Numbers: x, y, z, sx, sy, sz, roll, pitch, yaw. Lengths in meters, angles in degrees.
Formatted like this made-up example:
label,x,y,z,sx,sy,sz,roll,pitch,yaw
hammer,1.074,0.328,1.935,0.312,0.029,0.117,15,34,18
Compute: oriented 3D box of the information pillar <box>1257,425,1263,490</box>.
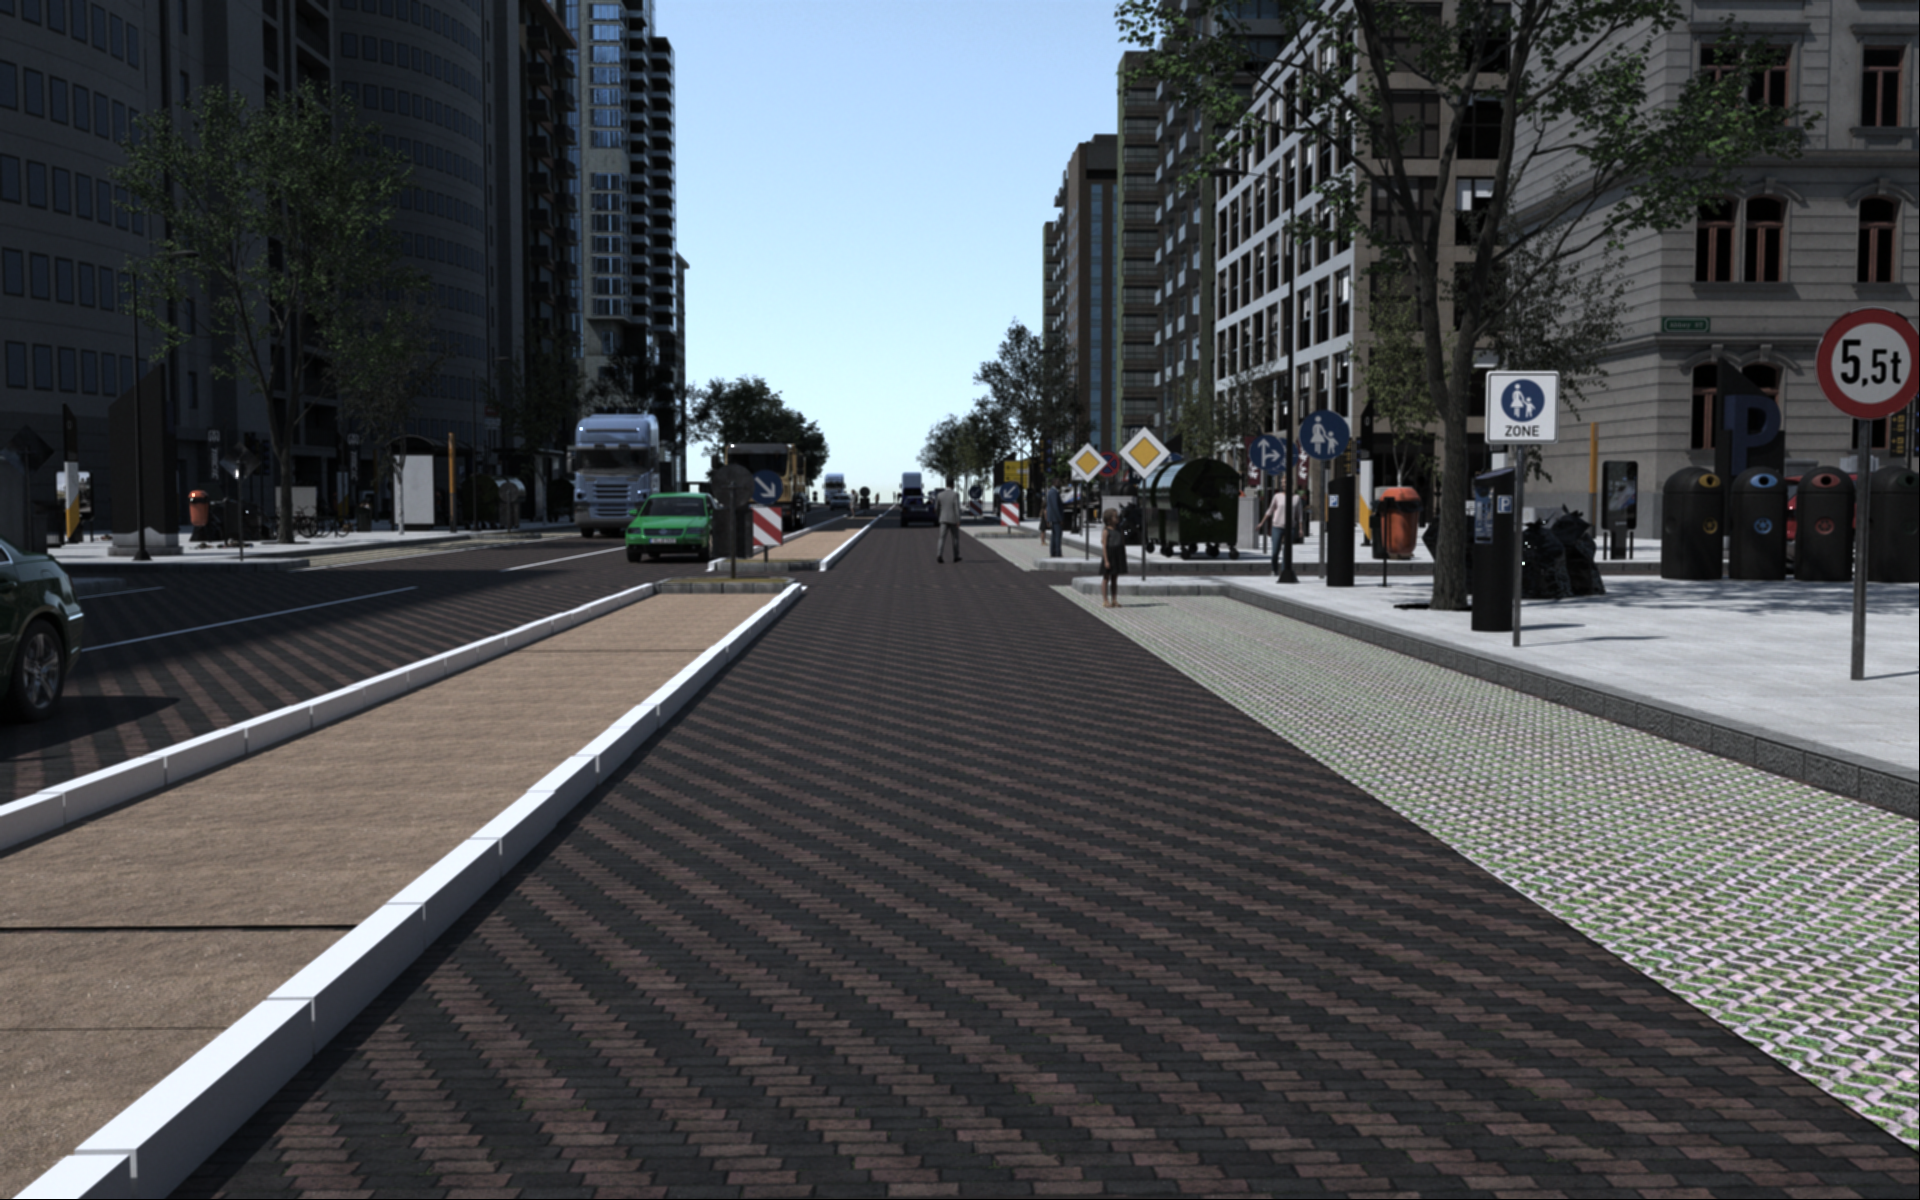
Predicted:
label,x,y,z,sx,sy,sz,roll,pitch,yaw
information pillar,10.201,-4.134,58.951,0.183,3.616,0.504,0,4,-5

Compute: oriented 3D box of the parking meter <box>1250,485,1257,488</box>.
label,x,y,z,sx,sy,sz,roll,pitch,yaw
parking meter,14.268,-4.790,84.032,0.255,1.863,0.399,2,4,34

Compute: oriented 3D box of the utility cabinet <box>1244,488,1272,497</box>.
label,x,y,z,sx,sy,sz,roll,pitch,yaw
utility cabinet,10.795,-3.320,62.959,0.318,1.500,1.173,-3,5,-43

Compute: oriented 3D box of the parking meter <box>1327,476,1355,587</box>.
label,x,y,z,sx,sy,sz,roll,pitch,yaw
parking meter,5.284,-0.955,24.019,0.372,1.533,0.369,0,3,0

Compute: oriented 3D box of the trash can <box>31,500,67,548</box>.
label,x,y,z,sx,sy,sz,roll,pitch,yaw
trash can,-21.638,-1.805,41.172,0.748,1.137,0.748,0,3,0

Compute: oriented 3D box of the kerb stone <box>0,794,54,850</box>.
label,x,y,z,sx,sy,sz,roll,pitch,yaw
kerb stone,-3.891,0.937,6.933,0.120,0.150,1.000,0,4,-2

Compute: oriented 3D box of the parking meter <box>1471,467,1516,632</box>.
label,x,y,z,sx,sy,sz,roll,pitch,yaw
parking meter,4.999,-0.478,16.229,0.372,1.533,0.369,0,3,0

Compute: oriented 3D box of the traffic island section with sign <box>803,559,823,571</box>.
label,x,y,z,sx,sy,sz,roll,pitch,yaw
traffic island section with sign,-3.650,-1.524,33.057,2.006,1.907,1.989,0,4,-2

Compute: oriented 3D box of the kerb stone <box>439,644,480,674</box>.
label,x,y,z,sx,sy,sz,roll,pitch,yaw
kerb stone,-4.113,0.495,14.102,0.120,0.150,1.000,0,4,-2

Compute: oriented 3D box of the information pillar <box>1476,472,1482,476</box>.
label,x,y,z,sx,sy,sz,roll,pitch,yaw
information pillar,17.416,-3.264,57.866,0.304,2.012,0.304,0,4,-6

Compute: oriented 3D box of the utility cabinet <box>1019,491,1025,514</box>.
label,x,y,z,sx,sy,sz,roll,pitch,yaw
utility cabinet,3.732,-6.100,108.408,0.318,1.500,1.173,-1,4,-20

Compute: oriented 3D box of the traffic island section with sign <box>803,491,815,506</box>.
label,x,y,z,sx,sy,sz,roll,pitch,yaw
traffic island section with sign,-19.353,-12.612,214.840,1.989,1.847,2.006,0,4,-2

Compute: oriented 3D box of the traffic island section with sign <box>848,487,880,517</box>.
label,x,y,z,sx,sy,sz,roll,pitch,yaw
traffic island section with sign,-5.970,-6.118,108.160,2.006,1.907,1.989,0,4,-2

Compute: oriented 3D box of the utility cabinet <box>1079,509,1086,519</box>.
label,x,y,z,sx,sy,sz,roll,pitch,yaw
utility cabinet,6.513,-4.806,89.739,0.306,1.237,1.020,-1,4,-19

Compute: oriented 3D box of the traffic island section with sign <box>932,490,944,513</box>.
label,x,y,z,sx,sy,sz,roll,pitch,yaw
traffic island section with sign,-0.917,-7.643,133.583,1.989,1.847,2.006,0,4,-2

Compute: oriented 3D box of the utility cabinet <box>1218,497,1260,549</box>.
label,x,y,z,sx,sy,sz,roll,pitch,yaw
utility cabinet,6.477,-1.793,40.481,1.020,1.237,0.306,3,4,36

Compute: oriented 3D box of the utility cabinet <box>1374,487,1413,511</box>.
label,x,y,z,sx,sy,sz,roll,pitch,yaw
utility cabinet,12.864,-2.616,51.446,0.318,1.500,1.173,-3,4,-38

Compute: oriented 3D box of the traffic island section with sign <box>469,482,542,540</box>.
label,x,y,z,sx,sy,sz,roll,pitch,yaw
traffic island section with sign,-14.437,-2.847,55.181,1.989,1.847,2.006,0,4,-2

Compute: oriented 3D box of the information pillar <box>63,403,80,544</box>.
label,x,y,z,sx,sy,sz,roll,pitch,yaw
information pillar,-22.941,-3.263,44.703,0.183,3.616,0.504,0,4,4

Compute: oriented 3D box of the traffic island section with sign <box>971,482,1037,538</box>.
label,x,y,z,sx,sy,sz,roll,pitch,yaw
traffic island section with sign,1.464,-2.926,56.464,1.989,1.847,2.006,0,4,-2

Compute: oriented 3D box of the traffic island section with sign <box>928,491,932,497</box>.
label,x,y,z,sx,sy,sz,roll,pitch,yaw
traffic island section with sign,-1.746,-9.290,160.526,1.989,1.847,2.006,0,4,-2

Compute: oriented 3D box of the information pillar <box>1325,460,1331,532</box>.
label,x,y,z,sx,sy,sz,roll,pitch,yaw
information pillar,12.292,-4.073,57.942,0.183,3.616,0.504,2,4,28

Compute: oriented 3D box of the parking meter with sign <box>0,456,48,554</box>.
label,x,y,z,sx,sy,sz,roll,pitch,yaw
parking meter with sign,-19.101,-2.342,34.553,0.543,3.016,1.738,1,4,19

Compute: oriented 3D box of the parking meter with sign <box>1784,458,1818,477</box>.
label,x,y,z,sx,sy,sz,roll,pitch,yaw
parking meter with sign,17.740,-2.470,36.650,1.738,3.016,0.543,0,4,6

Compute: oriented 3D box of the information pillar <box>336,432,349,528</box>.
label,x,y,z,sx,sy,sz,roll,pitch,yaw
information pillar,-23.222,-4.510,65.097,0.183,3.616,0.504,2,4,25

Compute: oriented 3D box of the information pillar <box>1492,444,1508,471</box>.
label,x,y,z,sx,sy,sz,roll,pitch,yaw
information pillar,10.919,-2.670,35.011,0.183,3.616,0.504,-1,4,-13

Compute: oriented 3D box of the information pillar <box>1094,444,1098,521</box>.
label,x,y,z,sx,sy,sz,roll,pitch,yaw
information pillar,6.335,-5.511,81.465,0.183,3.616,0.504,-1,4,-14

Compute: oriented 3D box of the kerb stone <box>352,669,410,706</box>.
label,x,y,z,sx,sy,sz,roll,pitch,yaw
kerb stone,-4.046,0.621,12.044,0.120,0.150,1.000,0,4,-2

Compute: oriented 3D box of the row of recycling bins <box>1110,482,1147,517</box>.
label,x,y,z,sx,sy,sz,roll,pitch,yaw
row of recycling bins,6.644,-3.114,58.028,3.534,1.692,1.069,-2,4,-28

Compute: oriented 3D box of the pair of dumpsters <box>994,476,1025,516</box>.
label,x,y,z,sx,sy,sz,roll,pitch,yaw
pair of dumpsters,2.808,-5.834,97.886,1.574,2.255,4.437,0,4,-2

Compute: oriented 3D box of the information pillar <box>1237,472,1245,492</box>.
label,x,y,z,sx,sy,sz,roll,pitch,yaw
information pillar,9.134,-3.201,56.823,0.304,2.012,0.304,2,4,32

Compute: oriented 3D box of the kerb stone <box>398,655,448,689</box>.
label,x,y,z,sx,sy,sz,roll,pitch,yaw
kerb stone,-4.081,0.558,13.076,0.120,0.150,1.000,0,4,-2

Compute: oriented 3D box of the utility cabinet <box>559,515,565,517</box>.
label,x,y,z,sx,sy,sz,roll,pitch,yaw
utility cabinet,-22.014,-5.199,93.683,1.173,1.500,0.318,-2,4,-26

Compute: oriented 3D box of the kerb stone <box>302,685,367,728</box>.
label,x,y,z,sx,sy,sz,roll,pitch,yaw
kerb stone,-4.010,0.686,11.023,0.120,0.150,1.000,0,4,-2

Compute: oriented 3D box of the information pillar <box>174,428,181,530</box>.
label,x,y,z,sx,sy,sz,roll,pitch,yaw
information pillar,-27.688,-4.272,61.199,0.183,3.616,0.504,-2,4,-26

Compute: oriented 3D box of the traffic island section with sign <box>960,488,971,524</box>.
label,x,y,z,sx,sy,sz,roll,pitch,yaw
traffic island section with sign,0.612,-4.574,83.406,1.989,1.847,2.006,0,4,-2

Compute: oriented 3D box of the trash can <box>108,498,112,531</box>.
label,x,y,z,sx,sy,sz,roll,pitch,yaw
trash can,-28.016,-2.825,57.837,0.748,1.137,0.748,0,3,0

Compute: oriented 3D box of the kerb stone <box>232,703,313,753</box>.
label,x,y,z,sx,sy,sz,roll,pitch,yaw
kerb stone,-3.984,0.746,10.001,0.120,0.150,1.000,0,4,-2

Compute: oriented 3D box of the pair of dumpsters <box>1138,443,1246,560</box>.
label,x,y,z,sx,sy,sz,roll,pitch,yaw
pair of dumpsters,4.714,-2.016,35.451,1.574,2.255,4.437,0,4,-2

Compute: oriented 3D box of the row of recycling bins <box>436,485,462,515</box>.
label,x,y,z,sx,sy,sz,roll,pitch,yaw
row of recycling bins,-23.371,-4.574,81.890,3.534,1.692,1.069,-2,4,-33

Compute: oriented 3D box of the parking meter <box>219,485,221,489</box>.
label,x,y,z,sx,sy,sz,roll,pitch,yaw
parking meter,-28.498,-3.703,66.247,0.399,1.863,0.255,-2,4,-35

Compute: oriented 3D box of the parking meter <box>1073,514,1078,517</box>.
label,x,y,z,sx,sy,sz,roll,pitch,yaw
parking meter,6.464,-5.454,97.582,0.372,1.533,0.369,0,3,0

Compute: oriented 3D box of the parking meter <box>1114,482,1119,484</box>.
label,x,y,z,sx,sy,sz,roll,pitch,yaw
parking meter,7.289,-4.544,80.012,0.399,1.863,0.255,1,4,12

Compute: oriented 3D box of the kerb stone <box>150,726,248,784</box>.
label,x,y,z,sx,sy,sz,roll,pitch,yaw
kerb stone,-3.959,0.808,8.979,0.120,0.150,1.000,0,4,-2

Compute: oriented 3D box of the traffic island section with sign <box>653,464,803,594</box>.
label,x,y,z,sx,sy,sz,roll,pitch,yaw
traffic island section with sign,-3.432,-1.071,25.653,2.006,1.907,1.989,0,4,-2

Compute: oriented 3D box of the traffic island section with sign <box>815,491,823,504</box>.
label,x,y,z,sx,sy,sz,roll,pitch,yaw
traffic island section with sign,-20.186,-14.274,242.011,1.989,1.847,2.006,0,4,-2

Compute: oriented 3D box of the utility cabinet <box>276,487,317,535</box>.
label,x,y,z,sx,sy,sz,roll,pitch,yaw
utility cabinet,-20.638,-2.763,53.858,1.173,1.500,0.318,-1,4,-22

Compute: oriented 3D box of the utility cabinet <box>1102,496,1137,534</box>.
label,x,y,z,sx,sy,sz,roll,pitch,yaw
utility cabinet,4.614,-2.384,50.133,1.020,1.237,0.306,2,4,34

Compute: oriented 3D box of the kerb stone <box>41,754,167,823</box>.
label,x,y,z,sx,sy,sz,roll,pitch,yaw
kerb stone,-3.930,0.871,7.955,0.120,0.150,1.000,0,4,-2

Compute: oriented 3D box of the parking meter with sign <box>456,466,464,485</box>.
label,x,y,z,sx,sy,sz,roll,pitch,yaw
parking meter with sign,-30.931,-6.761,106.810,0.543,3.016,1.738,0,4,3

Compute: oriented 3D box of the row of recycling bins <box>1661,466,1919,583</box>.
label,x,y,z,sx,sy,sz,roll,pitch,yaw
row of recycling bins,12.331,-1.139,25.744,3.534,1.692,1.069,1,4,17

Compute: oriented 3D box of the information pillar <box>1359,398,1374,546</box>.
label,x,y,z,sx,sy,sz,roll,pitch,yaw
information pillar,10.002,-3.135,42.606,0.183,3.616,0.504,-1,4,-16
